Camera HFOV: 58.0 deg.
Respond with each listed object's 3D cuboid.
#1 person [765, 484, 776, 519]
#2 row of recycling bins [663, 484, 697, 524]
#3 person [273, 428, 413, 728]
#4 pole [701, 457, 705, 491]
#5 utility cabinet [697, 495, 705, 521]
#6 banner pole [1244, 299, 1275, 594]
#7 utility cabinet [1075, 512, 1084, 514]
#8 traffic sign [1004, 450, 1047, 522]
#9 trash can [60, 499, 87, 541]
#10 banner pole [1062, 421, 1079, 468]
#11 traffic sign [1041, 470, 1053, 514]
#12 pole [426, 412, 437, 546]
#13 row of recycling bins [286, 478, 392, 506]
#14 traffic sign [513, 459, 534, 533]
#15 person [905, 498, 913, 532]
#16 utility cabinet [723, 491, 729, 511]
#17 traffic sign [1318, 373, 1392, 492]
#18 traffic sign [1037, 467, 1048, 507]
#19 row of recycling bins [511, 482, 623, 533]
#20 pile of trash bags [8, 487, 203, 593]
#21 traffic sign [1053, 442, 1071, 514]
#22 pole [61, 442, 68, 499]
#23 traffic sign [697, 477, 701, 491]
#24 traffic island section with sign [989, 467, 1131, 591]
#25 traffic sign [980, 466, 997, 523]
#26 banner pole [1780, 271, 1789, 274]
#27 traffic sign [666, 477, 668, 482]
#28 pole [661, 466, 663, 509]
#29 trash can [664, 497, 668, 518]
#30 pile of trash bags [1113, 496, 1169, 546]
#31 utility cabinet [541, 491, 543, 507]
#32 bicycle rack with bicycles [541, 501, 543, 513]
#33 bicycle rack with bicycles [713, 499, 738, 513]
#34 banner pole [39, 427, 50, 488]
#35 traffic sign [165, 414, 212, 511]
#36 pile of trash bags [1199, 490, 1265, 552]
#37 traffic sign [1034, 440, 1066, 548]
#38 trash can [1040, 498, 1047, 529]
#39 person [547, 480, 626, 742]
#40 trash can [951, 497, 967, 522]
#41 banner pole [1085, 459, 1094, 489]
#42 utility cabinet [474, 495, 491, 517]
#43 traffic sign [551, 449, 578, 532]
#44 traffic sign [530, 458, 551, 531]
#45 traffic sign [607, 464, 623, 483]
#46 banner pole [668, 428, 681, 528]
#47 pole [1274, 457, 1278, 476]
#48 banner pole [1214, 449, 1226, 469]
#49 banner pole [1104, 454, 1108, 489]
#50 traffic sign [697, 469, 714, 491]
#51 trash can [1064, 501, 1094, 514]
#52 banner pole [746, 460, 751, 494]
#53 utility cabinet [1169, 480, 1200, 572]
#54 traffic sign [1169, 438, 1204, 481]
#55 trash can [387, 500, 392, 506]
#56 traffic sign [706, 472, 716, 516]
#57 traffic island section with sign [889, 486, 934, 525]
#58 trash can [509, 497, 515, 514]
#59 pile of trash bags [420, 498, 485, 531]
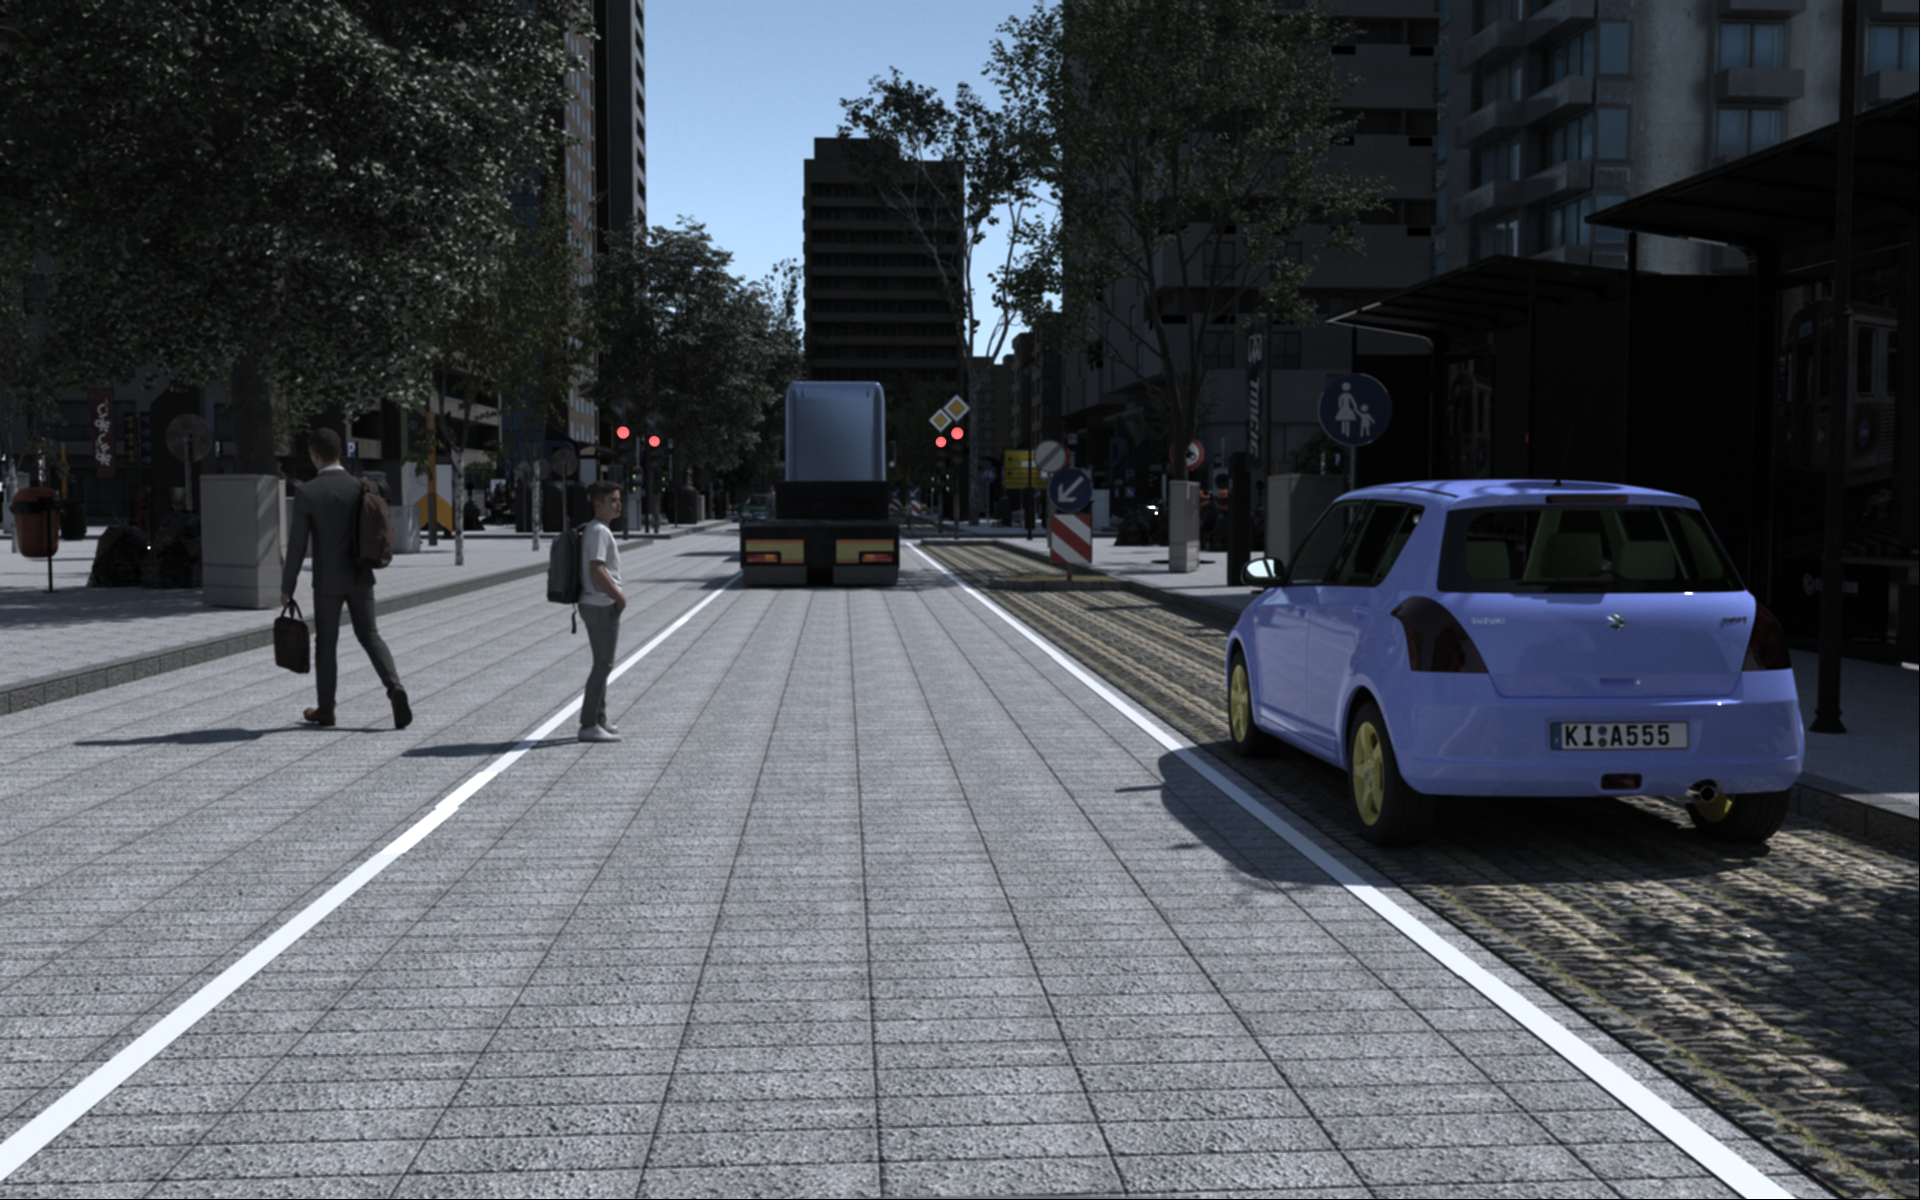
[{"bbox_3d":[-7.066,-3.455,65.267,0.678,1.792,0.850,1,4,12],"label":"person"},{"bbox_3d":[-11.991,-4.148,74.937,1.069,1.692,3.534,-1,4,-17],"label":"row of recycling bins"},{"bbox_3d":[-3.776,-0.129,10.571,0.822,1.834,0.622,3,4,38],"label":"person"},{"bbox_3d":[-13.977,-6.137,94.184,0.158,3.312,0.155,0,3,0],"label":"pole"},{"bbox_3d":[-12.617,-4.348,82.250,1.020,1.237,0.306,2,4,28],"label":"utility cabinet"},{"bbox_3d":[3.896,-1.988,22.514,0.401,3.779,0.863,-1,4,-17],"label":"banner pole"},{"bbox_3d":[4.806,-3.703,71.702,0.306,1.237,1.020,2,4,33],"label":"utility cabinet"},{"bbox_3d":[3.151,-5.246,79.648,2.265,3.308,0.079,0,4,-1],"label":"traffic sign"},{"bbox_3d":[-24.532,-2.215,47.875,0.748,1.137,0.748,0,3,0],"label":"trash can"},{"bbox_3d":[3.738,-4.253,59.561,0.863,3.779,0.401,-2,4,-32],"label":"banner pole"},{"bbox_3d":[2.390,-2.625,45.051,0.606,2.300,0.079,0,4,5],"label":"traffic sign"},{"bbox_3d":[-13.108,-3.005,42.976,0.158,3.312,0.155,0,3,0],"label":"pole"},{"bbox_3d":[-16.621,-2.377,45.975,3.534,1.692,1.069,1,4,20],"label":"row of recycling bins"},{"bbox_3d":[-14.327,-3.413,56.987,0.795,2.450,0.064,0,4,6],"label":"traffic sign"},{"bbox_3d":[-1.898,-3.177,64.699,0.306,1.304,0.590,1,4,17],"label":"person"},{"bbox_3d":[-17.336,-7.322,128.391,0.318,1.500,1.173,0,4,-2],"label":"utility cabinet"},{"bbox_3d":[4.157,-1.114,18.320,0.768,2.556,0.104,0,4,4],"label":"traffic sign"},{"bbox_3d":[2.962,-3.566,58.411,0.768,2.556,0.104,0,4,1],"label":"traffic sign"},{"bbox_3d":[-13.169,-3.133,58.335,3.534,1.692,1.069,-1,4,-12],"label":"row of recycling bins"},{"bbox_3d":[-11.281,-0.861,23.823,1.912,1.369,3.447,2,4,32],"label":"pile of trash bags"},{"bbox_3d":[2.305,-2.573,42.171,0.768,2.556,0.104,0,4,-3],"label":"traffic sign"},{"bbox_3d":[-34.904,-4.506,67.517,0.158,3.312,0.155,0,3,0],"label":"pole"},{"bbox_3d":[-19.367,-7.913,129.480,0.768,2.556,0.104,0,4,5],"label":"traffic sign"},{"bbox_3d":[1.471,-1.080,26.292,1.989,1.847,2.006,0,4,-4],"label":"traffic island section with sign"},{"bbox_3d":[1.264,-4.749,77.748,0.768,2.556,0.104,0,4,2],"label":"traffic sign"},{"bbox_3d":[8.200,-1.676,17.419,0.401,3.779,0.863,1,4,14],"label":"banner pole"},{"bbox_3d":[-17.376,-6.384,104.480,0.768,2.556,0.104,0,4,1],"label":"traffic sign"},{"bbox_3d":[-17.117,-6.441,99.152,0.158,3.312,0.155,0,3,0],"label":"pole"},{"bbox_3d":[-15.548,-4.979,93.065,0.748,1.137,0.748,0,3,0],"label":"trash can"},{"bbox_3d":[5.410,-2.083,43.806,1.912,1.369,3.447,2,4,34],"label":"pile of trash bags"},{"bbox_3d":[-27.525,-6.385,113.079,1.173,1.500,0.318,1,4,13],"label":"utility cabinet"},{"bbox_3d":[-23.764,-5.311,100.209,2.925,0.926,2.852,1,4,14],"label":"bicycle rack with bicycles"},{"bbox_3d":[-16.099,-6.527,120.091,2.852,0.926,2.925,1,4,16],"label":"bicycle rack with bicycles"},{"bbox_3d":[-34.080,-4.560,64.567,0.401,3.779,0.863,0,4,-2],"label":"banner pole"},{"bbox_3d":[-12.249,-1.676,27.503,0.768,2.556,0.104,0,4,4],"label":"traffic sign"},{"bbox_3d":[6.322,-1.845,39.925,1.912,1.369,3.447,0,4,-2],"label":"pile of trash bags"},{"bbox_3d":[2.127,-2.511,41.164,0.768,2.556,0.104,0,4,-2],"label":"traffic sign"},{"bbox_3d":[3.314,-3.201,63.988,0.748,1.137,0.748,0,3,0],"label":"trash can"},{"bbox_3d":[-2.104,0.062,10.081,0.503,1.515,0.523,3,4,38],"label":"person"},{"bbox_3d":[-0.066,-4.678,88.146,0.748,1.137,0.748,0,3,0],"label":"trash can"},{"bbox_3d":[9.160,-8.153,123.320,0.863,3.779,0.401,0,4,6],"label":"banner pole"},{"bbox_3d":[-27.244,-5.370,98.960,1.020,1.237,0.306,1,4,13],"label":"utility cabinet"},{"bbox_3d":[-11.074,-2.958,48.473,0.768,2.556,0.104,0,4,5],"label":"traffic sign"},{"bbox_3d":[-14.754,-3.713,60.817,0.768,2.556,0.104,0,4,-3],"label":"traffic sign"},{"bbox_3d":[-11.789,-3.505,59.428,0.606,2.300,0.079,0,4,2],"label":"traffic sign"},{"bbox_3d":[-10.872,-4.620,65.561,0.401,3.779,0.863,1,4,18],"label":"banner pole"},{"bbox_3d":[17.448,-6.224,95.604,0.158,3.312,0.155,0,3,0],"label":"pole"},{"bbox_3d":[14.445,-6.487,96.073,0.863,3.779,0.401,2,4,31],"label":"banner pole"},{"bbox_3d":[9.057,-7.181,107.427,0.401,3.779,0.863,1,4,22],"label":"banner pole"},{"bbox_3d":[-12.911,-5.366,87.738,0.884,2.594,0.081,0,4,-2],"label":"traffic sign"},{"bbox_3d":[2.628,-1.642,38.498,0.748,1.137,0.748,0,3,0],"label":"trash can"},{"bbox_3d":[-16.317,-8.529,129.471,0.863,3.779,0.401,-3,4,-38],"label":"banner pole"},{"bbox_3d":[3.719,-1.217,28.584,0.318,1.500,1.173,1,4,18],"label":"utility cabinet"},{"bbox_3d":[4.994,-2.333,38.245,0.768,2.556,0.104,0,4,1],"label":"traffic sign"},{"bbox_3d":[-13.383,-1.711,39.633,0.748,1.137,0.748,0,3,0],"label":"trash can"},{"bbox_3d":[-14.595,-6.159,100.812,0.768,2.556,0.104,0,3,0],"label":"traffic sign"},{"bbox_3d":[-2.279,-4.454,81.444,1.989,1.847,2.006,0,4,-4],"label":"traffic island section with sign"},{"bbox_3d":[-20.503,-4.187,80.106,0.748,1.137,0.748,0,3,0],"label":"trash can"},{"bbox_3d":[-18.275,-3.131,60.939,3.447,1.369,1.912,3,5,42],"label":"pile of trash bags"}]
